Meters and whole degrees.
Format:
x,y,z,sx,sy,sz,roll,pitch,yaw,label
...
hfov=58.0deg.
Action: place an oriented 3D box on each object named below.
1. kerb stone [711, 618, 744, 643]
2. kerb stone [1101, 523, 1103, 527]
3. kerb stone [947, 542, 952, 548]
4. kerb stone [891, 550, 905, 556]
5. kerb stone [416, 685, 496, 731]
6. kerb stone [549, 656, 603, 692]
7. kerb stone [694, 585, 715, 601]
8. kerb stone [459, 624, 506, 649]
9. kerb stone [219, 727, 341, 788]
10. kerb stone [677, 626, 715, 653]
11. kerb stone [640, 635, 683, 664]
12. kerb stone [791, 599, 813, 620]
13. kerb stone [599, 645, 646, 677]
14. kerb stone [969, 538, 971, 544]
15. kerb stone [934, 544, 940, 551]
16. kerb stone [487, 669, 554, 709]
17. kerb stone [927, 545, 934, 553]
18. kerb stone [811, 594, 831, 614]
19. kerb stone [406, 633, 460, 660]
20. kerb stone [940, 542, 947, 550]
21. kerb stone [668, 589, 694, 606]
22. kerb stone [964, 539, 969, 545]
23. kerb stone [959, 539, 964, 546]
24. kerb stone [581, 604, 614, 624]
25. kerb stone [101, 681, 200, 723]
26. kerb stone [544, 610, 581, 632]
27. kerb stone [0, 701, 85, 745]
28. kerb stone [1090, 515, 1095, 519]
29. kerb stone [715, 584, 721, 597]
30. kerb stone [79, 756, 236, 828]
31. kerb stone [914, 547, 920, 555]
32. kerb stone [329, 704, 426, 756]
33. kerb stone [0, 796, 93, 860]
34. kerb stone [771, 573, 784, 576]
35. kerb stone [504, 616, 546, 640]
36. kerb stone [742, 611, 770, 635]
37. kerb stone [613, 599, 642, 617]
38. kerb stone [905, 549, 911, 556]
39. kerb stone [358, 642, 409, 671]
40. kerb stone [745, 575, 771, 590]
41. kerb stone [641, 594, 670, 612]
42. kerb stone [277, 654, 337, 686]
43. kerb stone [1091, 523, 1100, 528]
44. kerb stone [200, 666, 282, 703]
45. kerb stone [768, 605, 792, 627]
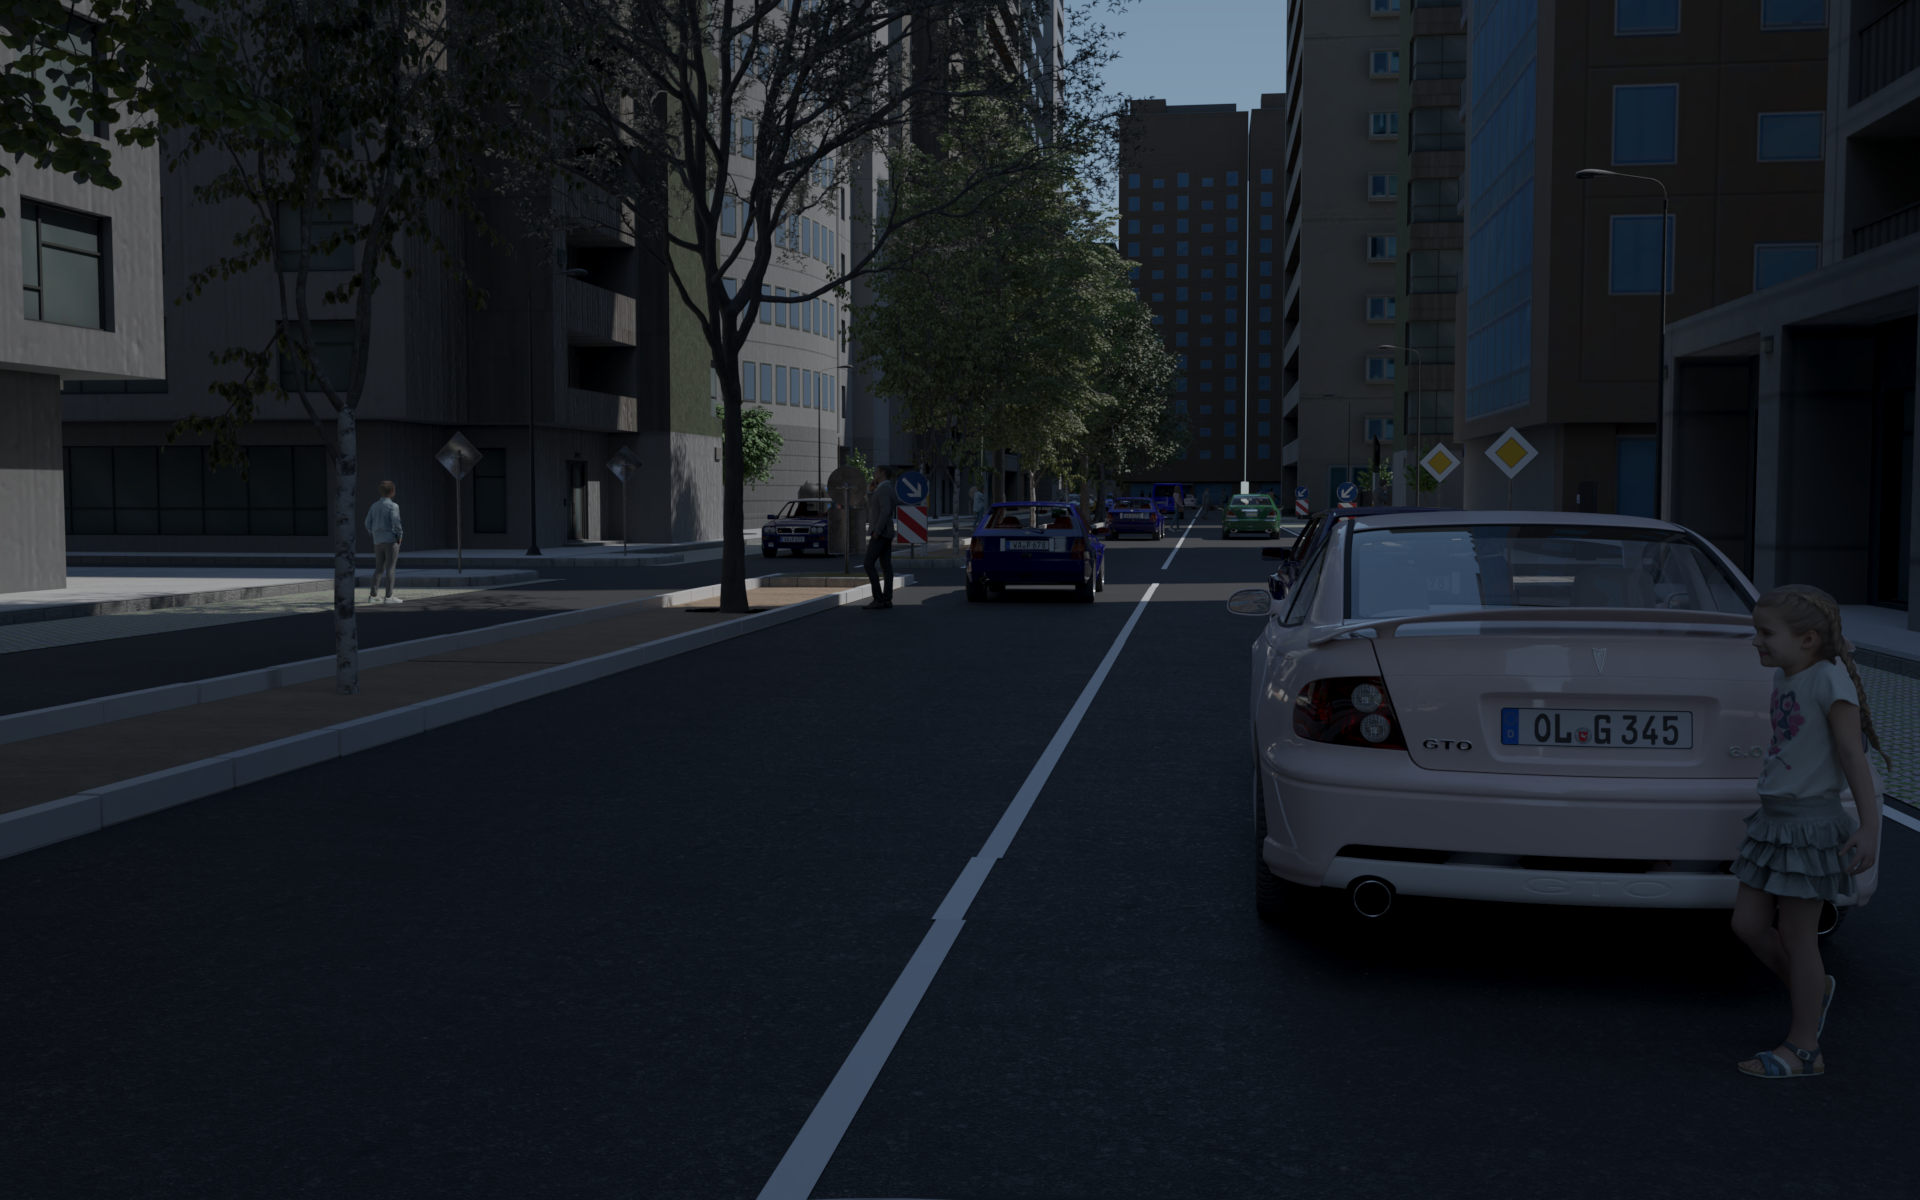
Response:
x,y,z,sx,sy,sz,roll,pitch,yaw,label
-2.348,0.315,17.052,0.120,0.150,1.000,1,4,8,kerb stone
5.931,-3.194,74.418,0.120,0.150,1.000,1,4,8,kerb stone
-0.397,-1.411,45.265,0.120,0.150,1.000,1,4,8,kerb stone
-1.419,-0.977,38.172,0.120,0.150,1.000,1,4,8,kerb stone
-3.218,0.686,10.974,0.120,0.150,1.000,1,4,8,kerb stone
-2.927,0.563,13.001,0.120,0.150,1.000,1,4,8,kerb stone
-3.544,-0.075,23.429,0.120,0.150,1.000,1,4,8,kerb stone
-4.569,0.364,16.335,0.120,0.150,1.000,1,4,8,kerb stone
-3.515,0.812,8.944,0.120,0.150,1.000,1,4,8,kerb stone
-2.492,0.377,16.037,0.120,0.150,1.000,1,4,8,kerb stone
-2.633,0.439,15.025,0.120,0.150,1.000,1,4,8,kerb stone
-1.908,0.129,20.093,0.120,0.150,1.000,1,4,8,kerb stone
-2.783,0.505,14.014,0.120,0.150,1.000,1,4,8,kerb stone
0.196,-1.657,49.340,0.120,0.150,1.000,1,4,8,kerb stone
-0.686,-1.285,43.241,0.120,0.150,1.000,1,4,8,kerb stone
-3.077,0.624,11.991,0.120,0.150,1.000,1,4,8,kerb stone
-0.832,-1.225,42.225,0.120,0.150,1.000,1,4,8,kerb stone
-1.765,0.067,21.105,0.120,0.150,1.000,1,4,8,kerb stone
-4.720,0.420,15.323,0.120,0.150,1.000,1,4,8,kerb stone
-0.537,-1.347,44.253,0.120,0.150,1.000,1,4,8,kerb stone
-3.688,-0.014,22.417,0.120,0.150,1.000,1,4,8,kerb stone
0.050,-1.598,48.328,0.120,0.150,1.000,1,4,8,kerb stone
-0.099,-1.536,47.306,0.120,0.150,1.000,1,4,8,kerb stone
-4.126,0.173,19.370,0.120,0.150,1.000,1,4,8,kerb stone
-5.306,0.669,11.264,0.120,0.150,1.000,1,4,8,kerb stone
-4.277,0.235,18.357,0.120,0.150,1.000,1,4,8,kerb stone
-5.442,0.732,10.252,0.120,0.150,1.000,1,4,8,kerb stone
7.954,-4.949,103.125,0.120,0.150,1.000,1,4,8,kerb stone
-3.397,-0.135,24.444,0.120,0.150,1.000,1,4,8,kerb stone
-3.663,0.874,7.928,0.120,0.150,1.000,1,4,8,kerb stone
-1.121,-1.101,40.197,0.120,0.150,1.000,1,4,8,kerb stone
-3.364,0.749,9.954,0.120,0.150,1.000,1,4,8,kerb stone
-3.803,0.942,6.916,0.120,0.150,1.000,1,4,8,kerb stone
-2.959,-0.324,27.490,0.120,0.150,1.000,1,4,8,kerb stone
-4.421,0.297,17.346,0.120,0.150,1.000,1,4,8,kerb stone
-2.197,0.253,18.067,0.120,0.150,1.000,1,4,8,kerb stone
-3.989,0.111,20.386,0.120,0.150,1.000,1,4,8,kerb stone
-1.277,-1.038,39.187,0.120,0.150,1.000,1,4,8,kerb stone
-4.860,0.482,14.311,0.120,0.150,1.000,1,4,8,kerb stone
-3.105,-0.260,26.475,0.120,0.150,1.000,1,4,8,kerb stone
-3.834,0.048,21.406,0.120,0.150,1.000,1,4,8,kerb stone
-5.000,0.545,13.292,0.120,0.150,1.000,1,4,8,kerb stone
5.638,-3.069,72.381,0.120,0.150,1.000,1,4,8,kerb stone
-5.146,0.612,12.281,0.120,0.150,1.000,1,4,8,kerb stone
-2.052,0.193,19.079,0.120,0.150,1.000,1,4,8,kerb stone
